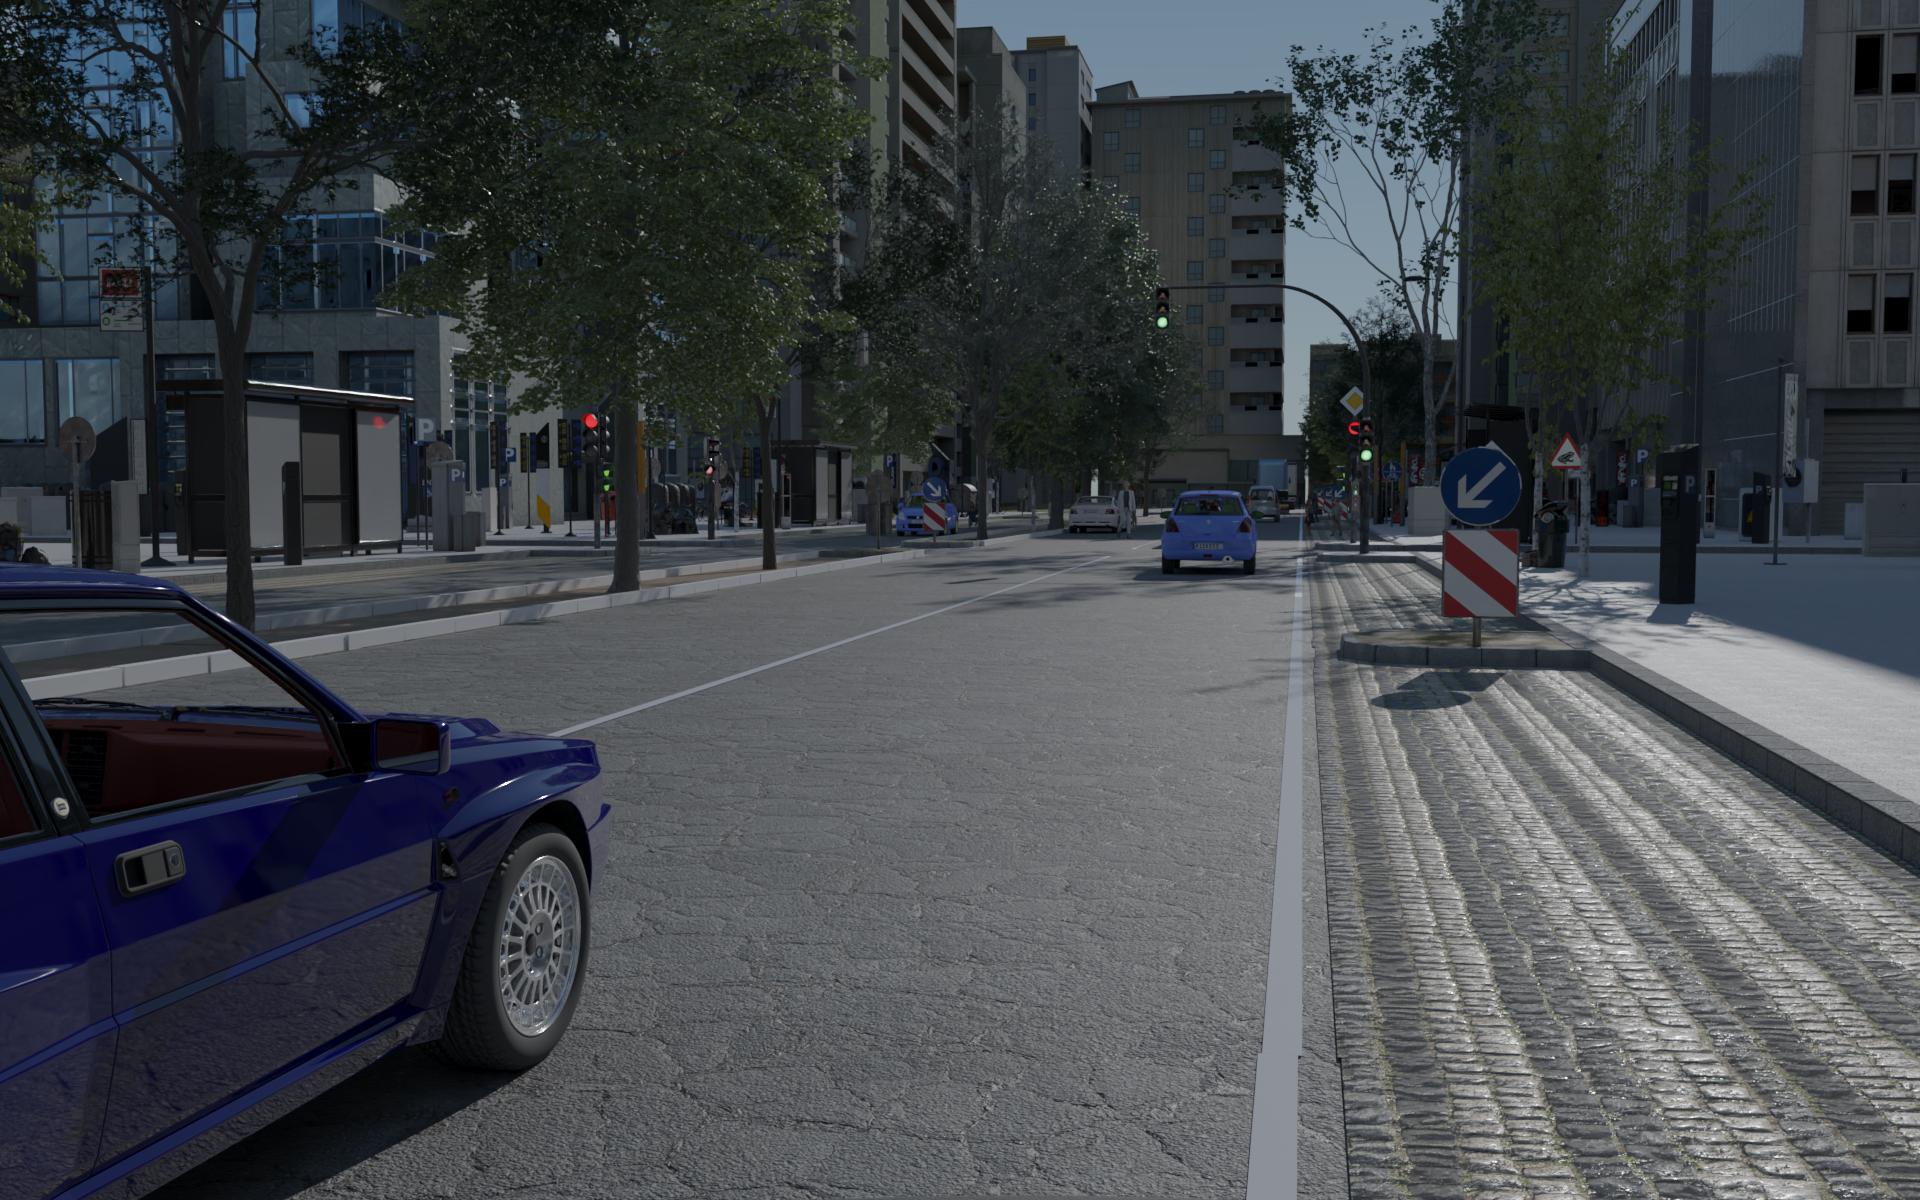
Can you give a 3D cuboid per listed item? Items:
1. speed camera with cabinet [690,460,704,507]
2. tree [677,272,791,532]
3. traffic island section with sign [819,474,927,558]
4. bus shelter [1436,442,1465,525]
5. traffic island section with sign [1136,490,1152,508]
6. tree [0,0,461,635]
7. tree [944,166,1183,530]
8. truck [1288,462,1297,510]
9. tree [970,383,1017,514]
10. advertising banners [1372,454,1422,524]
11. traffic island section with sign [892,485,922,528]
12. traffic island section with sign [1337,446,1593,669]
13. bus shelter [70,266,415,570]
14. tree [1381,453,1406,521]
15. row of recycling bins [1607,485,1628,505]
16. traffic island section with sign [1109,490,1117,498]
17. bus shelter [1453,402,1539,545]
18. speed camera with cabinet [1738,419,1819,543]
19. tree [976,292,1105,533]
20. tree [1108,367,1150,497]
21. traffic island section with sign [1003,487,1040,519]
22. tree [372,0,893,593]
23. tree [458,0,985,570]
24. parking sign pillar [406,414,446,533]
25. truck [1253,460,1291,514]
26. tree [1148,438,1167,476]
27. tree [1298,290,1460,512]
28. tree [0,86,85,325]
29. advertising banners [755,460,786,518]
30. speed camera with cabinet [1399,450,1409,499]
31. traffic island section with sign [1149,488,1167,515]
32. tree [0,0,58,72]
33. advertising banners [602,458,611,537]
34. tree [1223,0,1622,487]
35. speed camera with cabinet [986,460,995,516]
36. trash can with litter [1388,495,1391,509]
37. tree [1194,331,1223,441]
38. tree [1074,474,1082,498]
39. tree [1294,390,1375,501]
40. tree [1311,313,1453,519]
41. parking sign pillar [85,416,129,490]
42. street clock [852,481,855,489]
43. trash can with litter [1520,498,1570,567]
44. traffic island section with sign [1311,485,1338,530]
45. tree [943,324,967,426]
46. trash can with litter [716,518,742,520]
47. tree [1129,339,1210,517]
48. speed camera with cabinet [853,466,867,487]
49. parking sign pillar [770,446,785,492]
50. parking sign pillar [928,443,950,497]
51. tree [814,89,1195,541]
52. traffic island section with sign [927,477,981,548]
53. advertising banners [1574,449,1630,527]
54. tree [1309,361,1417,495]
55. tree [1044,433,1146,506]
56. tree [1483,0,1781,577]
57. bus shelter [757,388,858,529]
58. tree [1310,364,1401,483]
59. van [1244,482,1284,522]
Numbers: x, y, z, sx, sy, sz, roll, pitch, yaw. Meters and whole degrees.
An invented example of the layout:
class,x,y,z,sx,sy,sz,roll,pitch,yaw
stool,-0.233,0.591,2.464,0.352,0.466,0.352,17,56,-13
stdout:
class,x,y,z,sx,sy,sz,roll,pitch,yaw
speed camera with cabinet,-15.642,-6.466,100.054,0.660,3.252,2.038,2,4,31
tree,-7.542,-6.577,57.900,4.737,8.622,4.395,0,3,0
traffic island section with sign,-2.008,-1.928,39.666,2.006,1.907,1.989,1,4,11
bus shelter,19.975,-4.565,68.558,2.014,3.302,5.546,1,4,11
traffic island section with sign,18.413,-10.194,175.306,1.989,1.847,2.006,1,4,11
tree,-6.506,-4.833,15.896,8.767,10.594,7.601,1,4,11
tree,3.825,-9.743,68.411,9.857,13.997,8.962,0,3,0
truck,29.558,-10.419,159.267,2.839,4.237,11.283,1,4,10
tree,2.509,-9.749,109.759,4.360,8.622,3.978,0,3,0
advertising banners,18.979,-4.837,75.279,2.074,3.025,0.090,1,4,15
traffic island section with sign,-1.881,-3.920,72.726,1.989,1.847,2.006,1,4,11
traffic island section with sign,4.381,-0.404,15.228,1.989,1.847,2.006,1,4,11
bus shelter,-13.605,-3.391,33.081,2.179,5.291,8.768,1,4,11
tree,20.370,-5.326,81.689,1.663,3.219,1.824,0,3,0
row of recycling bins,29.106,-4.253,76.653,1.069,1.692,3.534,1,4,19
traffic island section with sign,13.127,-8.559,148.565,1.989,1.847,2.006,1,4,11
bus shelter,14.493,-3.409,47.026,1.731,3.624,6.357,1,4,11
speed camera with cabinet,21.774,-3.166,46.098,0.660,3.252,2.038,-2,4,-25
tree,2.612,-6.634,61.287,4.737,8.622,4.395,0,3,0
tree,7.629,-8.168,86.368,4.737,8.622,4.395,0,3,0
traffic island section with sign,3.601,-5.610,100.354,1.989,1.847,2.006,1,4,11
tree,-4.860,-6.398,25.189,7.486,12.596,7.792,0,3,0
tree,-3.505,-5.865,32.759,8.767,10.594,7.601,1,4,11
parking sign pillar,-17.913,-4.267,58.235,1.447,3.967,1.447,-1,4,-21
truck,23.500,-8.600,130.367,2.967,4.110,18.799,1,4,10
tree,19.367,-15.995,195.933,8.767,10.594,7.601,-1,4,-17
tree,25.137,-11.888,104.737,12.009,13.543,11.850,0,3,0
tree,-14.723,-4.558,24.880,4.737,8.622,4.395,0,3,0
advertising banners,-9.669,-5.666,88.833,2.074,3.025,0.090,2,4,33
speed camera with cabinet,20.452,-5.035,76.657,0.660,3.252,2.038,-3,5,-44
traffic island section with sign,14.002,-6.882,120.650,2.006,1.907,1.989,1,4,11
tree,-7.846,-3.499,10.033,4.360,8.622,3.978,0,3,0
advertising banners,-10.495,-3.373,51.339,0.090,3.025,2.074,0,4,-6
tree,15.165,-12.336,57.587,12.611,20.169,13.585,0,3,0
speed camera with cabinet,1.581,-6.518,100.904,0.660,3.252,2.038,1,4,11
trash can with litter,27.368,-5.980,108.827,1.678,1.210,2.233,-3,5,-41
tree,9.439,-11.189,95.766,12.009,13.543,11.850,0,3,0
tree,10.520,-9.718,153.483,1.663,3.219,1.824,0,3,0
tree,42.386,-17.578,194.062,9.857,13.997,8.962,0,3,0
tree,21.774,-9.459,89.064,7.601,10.594,8.767,0,4,-1
parking sign pillar,-29.450,-4.363,59.809,1.447,3.967,1.447,3,5,40
street clock,-5.789,-5.379,92.509,0.358,2.002,0.471,1,4,17
trash can with litter,10.175,-1.160,30.347,0.624,1.170,1.055,-1,4,-19
traffic island section with sign,15.054,-3.709,69.274,1.989,1.847,2.006,1,4,11
tree,-3.098,-10.035,82.196,7.486,12.596,7.792,0,3,0
trash can with litter,-11.418,-4.623,86.649,1.678,1.210,2.233,1,4,17
tree,11.697,-10.984,107.803,9.928,11.665,9.643,0,3,0
speed camera with cabinet,-6.077,-6.061,93.434,2.038,3.252,0.660,0,4,2
parking sign pillar,-10.104,-6.689,97.838,1.447,3.967,1.447,-3,5,-45
parking sign pillar,-1.124,-6.317,91.749,1.447,3.967,1.447,-3,5,-41
tree,0.688,-8.554,52.690,12.009,13.543,11.850,0,3,0
traffic island section with sign,-0.562,-2.373,46.931,2.006,1.907,1.989,1,4,11
advertising banners,25.193,-4.389,67.946,2.074,3.025,0.090,0,4,7
tree,29.146,-12.201,125.248,9.928,11.665,9.643,0,3,0
tree,9.485,-12.606,140.519,7.601,10.594,8.767,-1,4,-19
tree,9.691,-4.639,26.212,4.737,8.622,4.395,0,3,0
bus shelter,-6.138,-5.538,68.174,2.179,5.291,8.768,1,4,11
tree,31.706,-13.482,138.562,7.486,12.596,7.792,0,3,0
van,15.610,-5.021,89.107,2.013,2.044,4.112,1,4,12
